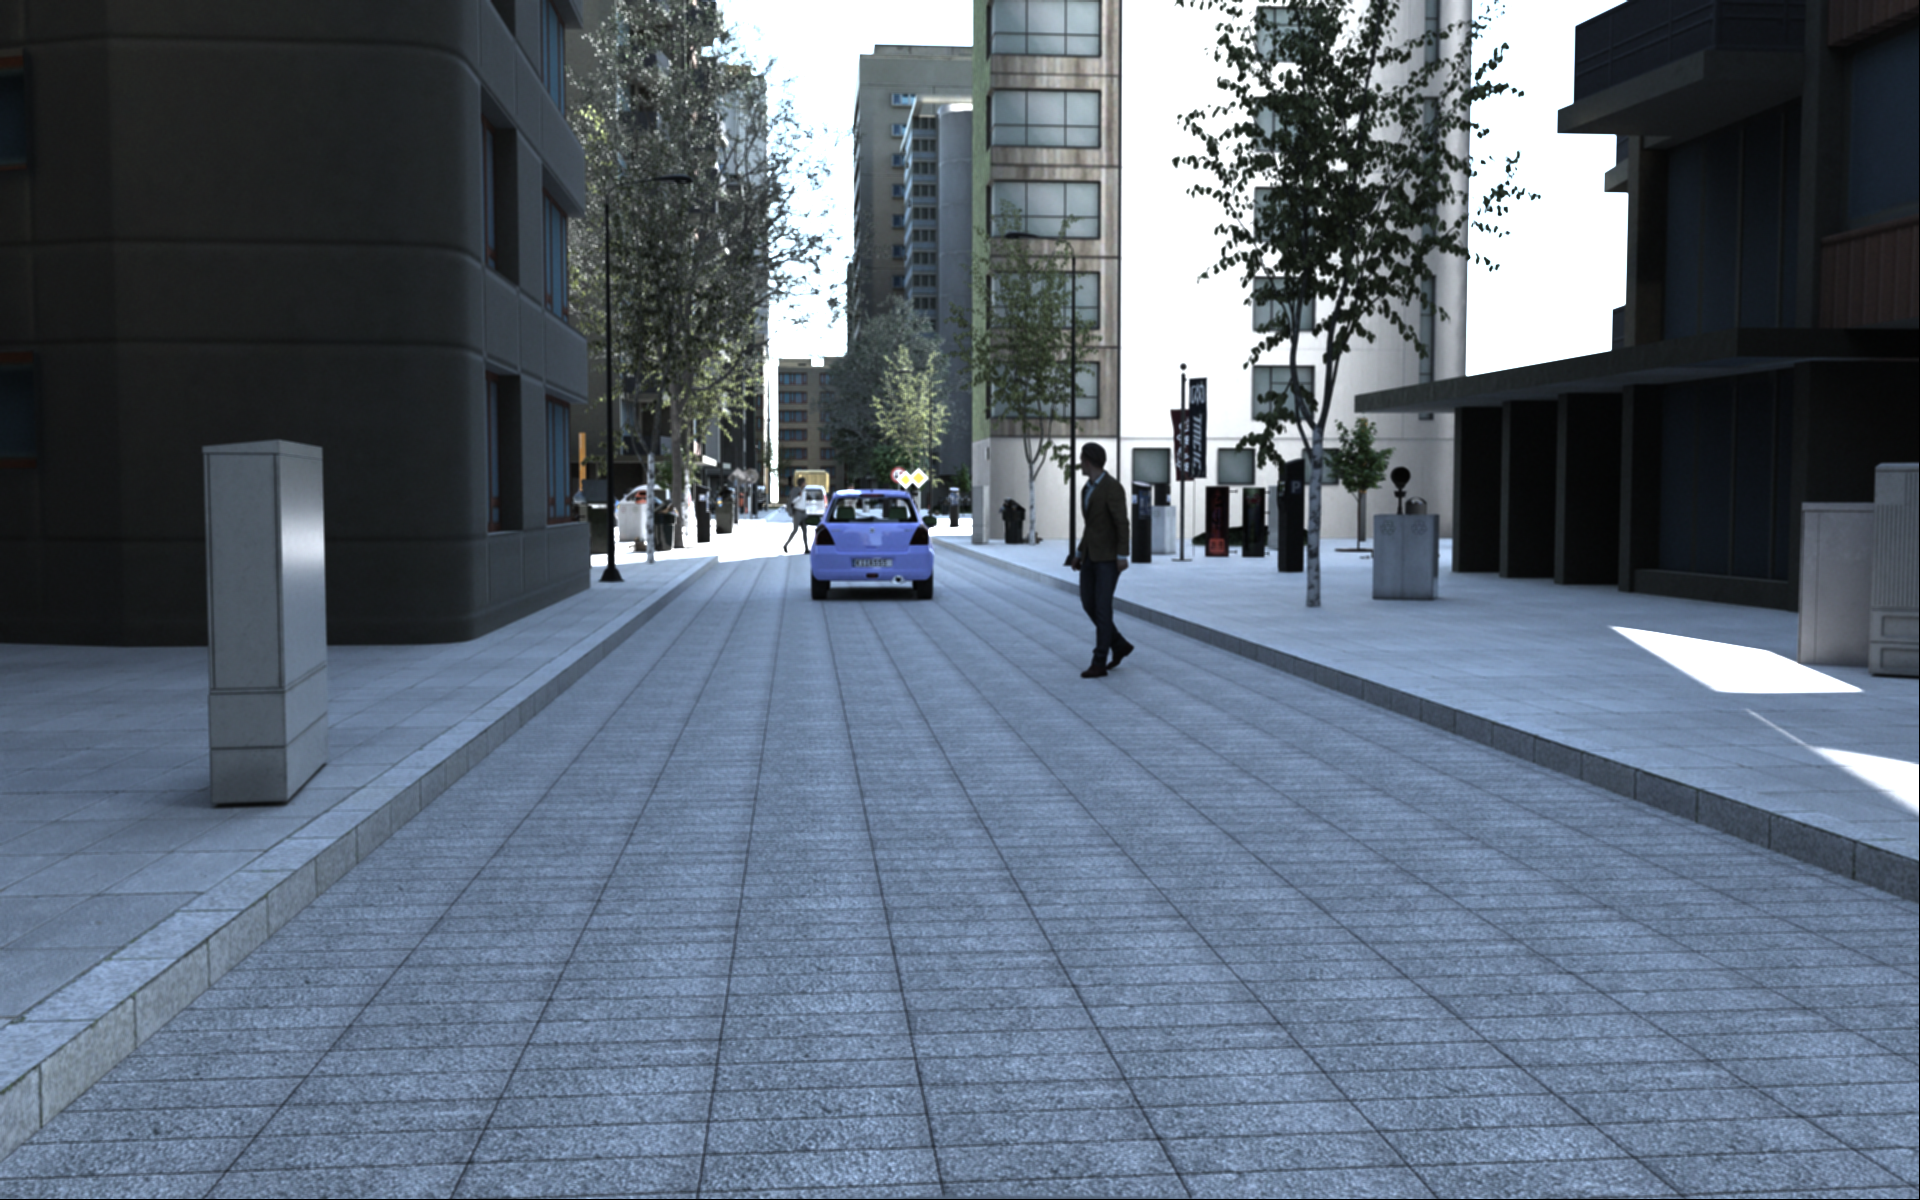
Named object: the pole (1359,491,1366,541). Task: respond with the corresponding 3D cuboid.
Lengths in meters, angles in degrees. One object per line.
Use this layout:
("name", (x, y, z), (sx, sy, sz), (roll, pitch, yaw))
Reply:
("pole", (10.893, -3.242, 46.847), (0.158, 3.312, 0.155), (0, 3, 0))

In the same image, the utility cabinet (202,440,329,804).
("utility cabinet", (-3.038, 0.066, 7.603), (0.318, 1.500, 1.173), (-1, 4, -12))

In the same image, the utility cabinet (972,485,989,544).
("utility cabinet", (0.515, -2.203, 44.705), (0.318, 1.500, 1.173), (1, 4, 8))

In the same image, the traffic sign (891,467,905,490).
("traffic sign", (-2.854, -4.937, 80.818), (0.768, 2.556, 0.104), (0, 4, 0))

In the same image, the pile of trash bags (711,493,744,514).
("pile of trash bags", (-15.408, -6.179, 110.786), (3.447, 1.369, 1.912), (1, 4, 16))

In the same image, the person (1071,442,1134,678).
("person", (1.123, -0.331, 13.818), (0.656, 1.842, 0.836), (2, 4, 34))

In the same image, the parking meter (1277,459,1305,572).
("parking meter", (5.445, -1.395, 28.521), (0.399, 1.863, 0.255), (-1, 4, -22))

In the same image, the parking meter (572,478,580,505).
("parking meter", (-13.624, -3.435, 61.878), (0.255, 1.863, 0.399), (2, 4, 32))

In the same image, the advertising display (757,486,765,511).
("advertising display", (-15.577, -7.929, 134.854), (0.974, 1.923, 0.123), (-2, 4, -32))

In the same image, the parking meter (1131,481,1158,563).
("parking meter", (3.389, -1.463, 32.339), (0.372, 1.533, 0.369), (0, 3, 0))

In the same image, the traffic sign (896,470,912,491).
("traffic sign", (-2.309, -4.283, 73.674), (0.795, 2.450, 0.064), (0, 4, -5))

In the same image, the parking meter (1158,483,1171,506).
("parking meter", (4.649, -1.921, 39.815), (0.372, 1.533, 0.369), (0, 3, 0))

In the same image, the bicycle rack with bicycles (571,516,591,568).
("bicycle rack with bicycles", (-7.319, -0.940, 28.759), (2.852, 0.926, 2.925), (0, 4, -3))

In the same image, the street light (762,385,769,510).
("street light", (-8.957, -6.160, 73.257), (1.470, 5.913, 1.316), (0, 4, -5))

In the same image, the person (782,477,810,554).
("person", (-3.878, -2.007, 41.418), (0.850, 1.850, 0.679), (2, 4, 24))

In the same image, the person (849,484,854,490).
("person", (-3.945, -3.304, 62.695), (0.511, 1.800, 0.466), (-2, 4, -28))

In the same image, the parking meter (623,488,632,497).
("parking meter", (-14.184, -4.008, 73.942), (0.372, 1.533, 0.369), (0, 3, 0))

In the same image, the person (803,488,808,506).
("person", (-7.420, -4.498, 81.411), (0.474, 1.900, 0.648), (1, 4, 10))

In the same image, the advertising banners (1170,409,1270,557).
("advertising banners", (5.296, -2.399, 35.416), (2.074, 3.025, 0.090), (1, 4, 22))

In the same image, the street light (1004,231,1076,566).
("street light", (1.479, -3.566, 30.850), (1.470, 5.913, 1.316), (0, 4, -5))

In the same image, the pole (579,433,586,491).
("pole", (-12.551, -3.901, 57.626), (0.158, 3.312, 0.155), (0, 3, 0))

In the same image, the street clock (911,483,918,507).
("street clock", (-2.091, -4.646, 80.531), (0.358, 2.002, 0.471), (-2, 4, -23))

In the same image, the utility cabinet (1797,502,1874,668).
("utility cabinet", (6.818, -0.104, 12.865), (1.020, 1.237, 0.306), (2, 4, 34))

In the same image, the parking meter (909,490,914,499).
("parking meter", (-3.115, -6.412, 113.242), (0.372, 1.533, 0.369), (0, 3, 0))

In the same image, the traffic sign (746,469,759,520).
("traffic sign", (-10.415, -5.274, 86.333), (0.768, 2.556, 0.104), (0, 4, 2))

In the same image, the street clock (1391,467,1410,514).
("street clock", (11.795, -2.560, 46.420), (0.471, 2.002, 0.358), (0, 4, -3))

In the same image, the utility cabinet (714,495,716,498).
("utility cabinet", (-20.285, -8.282, 146.579), (1.020, 1.237, 0.306), (1, 4, 15))

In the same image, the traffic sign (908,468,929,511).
("traffic sign", (-1.574, -3.797, 65.723), (0.795, 2.450, 0.064), (0, 4, -5))

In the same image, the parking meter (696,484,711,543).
("parking meter", (-6.738, -2.268, 45.490), (0.372, 1.533, 0.369), (0, 3, 0))

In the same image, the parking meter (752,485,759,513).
("parking meter", (-13.566, -6.668, 114.728), (0.399, 1.863, 0.255), (0, 4, 8))

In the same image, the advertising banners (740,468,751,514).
("advertising banners", (-14.113, -7.211, 114.086), (0.090, 3.025, 2.074), (1, 4, 14))

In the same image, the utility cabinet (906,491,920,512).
("utility cabinet", (-3.389, -6.996, 123.063), (1.173, 1.500, 0.318), (2, 4, 35))

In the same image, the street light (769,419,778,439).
("street light", (-12.186, -8.243, 107.317), (1.470, 5.913, 1.316), (0, 4, -5))

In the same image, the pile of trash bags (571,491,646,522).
("pile of trash bags", (-11.305, -2.715, 54.136), (3.447, 1.369, 1.912), (-1, 4, -11))

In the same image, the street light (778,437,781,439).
("street light", (-15.360, -10.366, 142.027), (1.470, 5.913, 1.316), (0, 4, -5))

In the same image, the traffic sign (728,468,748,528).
("traffic sign", (-8.341, -3.760, 65.120), (0.795, 2.450, 0.064), (0, 4, -5))

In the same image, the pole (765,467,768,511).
("pole", (-14.705, -8.432, 131.703), (0.158, 3.312, 0.155), (0, 3, 0))

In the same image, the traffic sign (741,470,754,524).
("traffic sign", (-9.076, -4.246, 73.072), (0.795, 2.450, 0.064), (0, 4, -5))

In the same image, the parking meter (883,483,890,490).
("parking meter", (-3.917, -5.240, 91.379), (0.399, 1.863, 0.255), (0, 4, -6))

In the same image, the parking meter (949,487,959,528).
("parking meter", (-0.217, -3.530, 66.119), (0.372, 1.533, 0.369), (0, 3, 0))

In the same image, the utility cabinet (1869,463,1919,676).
("utility cabinet", (6.946, -0.198, 11.908), (1.173, 1.500, 0.318), (2, 4, 34))

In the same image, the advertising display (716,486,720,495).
("advertising display", (-20.091, -8.573, 145.375), (0.974, 1.923, 0.123), (3, 4, 36))

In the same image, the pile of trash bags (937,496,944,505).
("pile of trash bags", (-0.853, -8.446, 147.846), (1.912, 1.369, 3.447), (1, 4, 16))

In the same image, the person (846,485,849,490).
("person", (-4.730, -3.946, 73.039), (0.654, 1.822, 0.581), (-2, 4, -27))

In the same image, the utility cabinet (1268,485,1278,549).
("utility cabinet", (7.391, -1.900, 39.740), (0.318, 1.500, 1.173), (-1, 4, -9))

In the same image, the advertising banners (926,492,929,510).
("advertising banners", (-2.549, -8.832, 140.584), (0.090, 3.025, 2.074), (1, 4, 9))
